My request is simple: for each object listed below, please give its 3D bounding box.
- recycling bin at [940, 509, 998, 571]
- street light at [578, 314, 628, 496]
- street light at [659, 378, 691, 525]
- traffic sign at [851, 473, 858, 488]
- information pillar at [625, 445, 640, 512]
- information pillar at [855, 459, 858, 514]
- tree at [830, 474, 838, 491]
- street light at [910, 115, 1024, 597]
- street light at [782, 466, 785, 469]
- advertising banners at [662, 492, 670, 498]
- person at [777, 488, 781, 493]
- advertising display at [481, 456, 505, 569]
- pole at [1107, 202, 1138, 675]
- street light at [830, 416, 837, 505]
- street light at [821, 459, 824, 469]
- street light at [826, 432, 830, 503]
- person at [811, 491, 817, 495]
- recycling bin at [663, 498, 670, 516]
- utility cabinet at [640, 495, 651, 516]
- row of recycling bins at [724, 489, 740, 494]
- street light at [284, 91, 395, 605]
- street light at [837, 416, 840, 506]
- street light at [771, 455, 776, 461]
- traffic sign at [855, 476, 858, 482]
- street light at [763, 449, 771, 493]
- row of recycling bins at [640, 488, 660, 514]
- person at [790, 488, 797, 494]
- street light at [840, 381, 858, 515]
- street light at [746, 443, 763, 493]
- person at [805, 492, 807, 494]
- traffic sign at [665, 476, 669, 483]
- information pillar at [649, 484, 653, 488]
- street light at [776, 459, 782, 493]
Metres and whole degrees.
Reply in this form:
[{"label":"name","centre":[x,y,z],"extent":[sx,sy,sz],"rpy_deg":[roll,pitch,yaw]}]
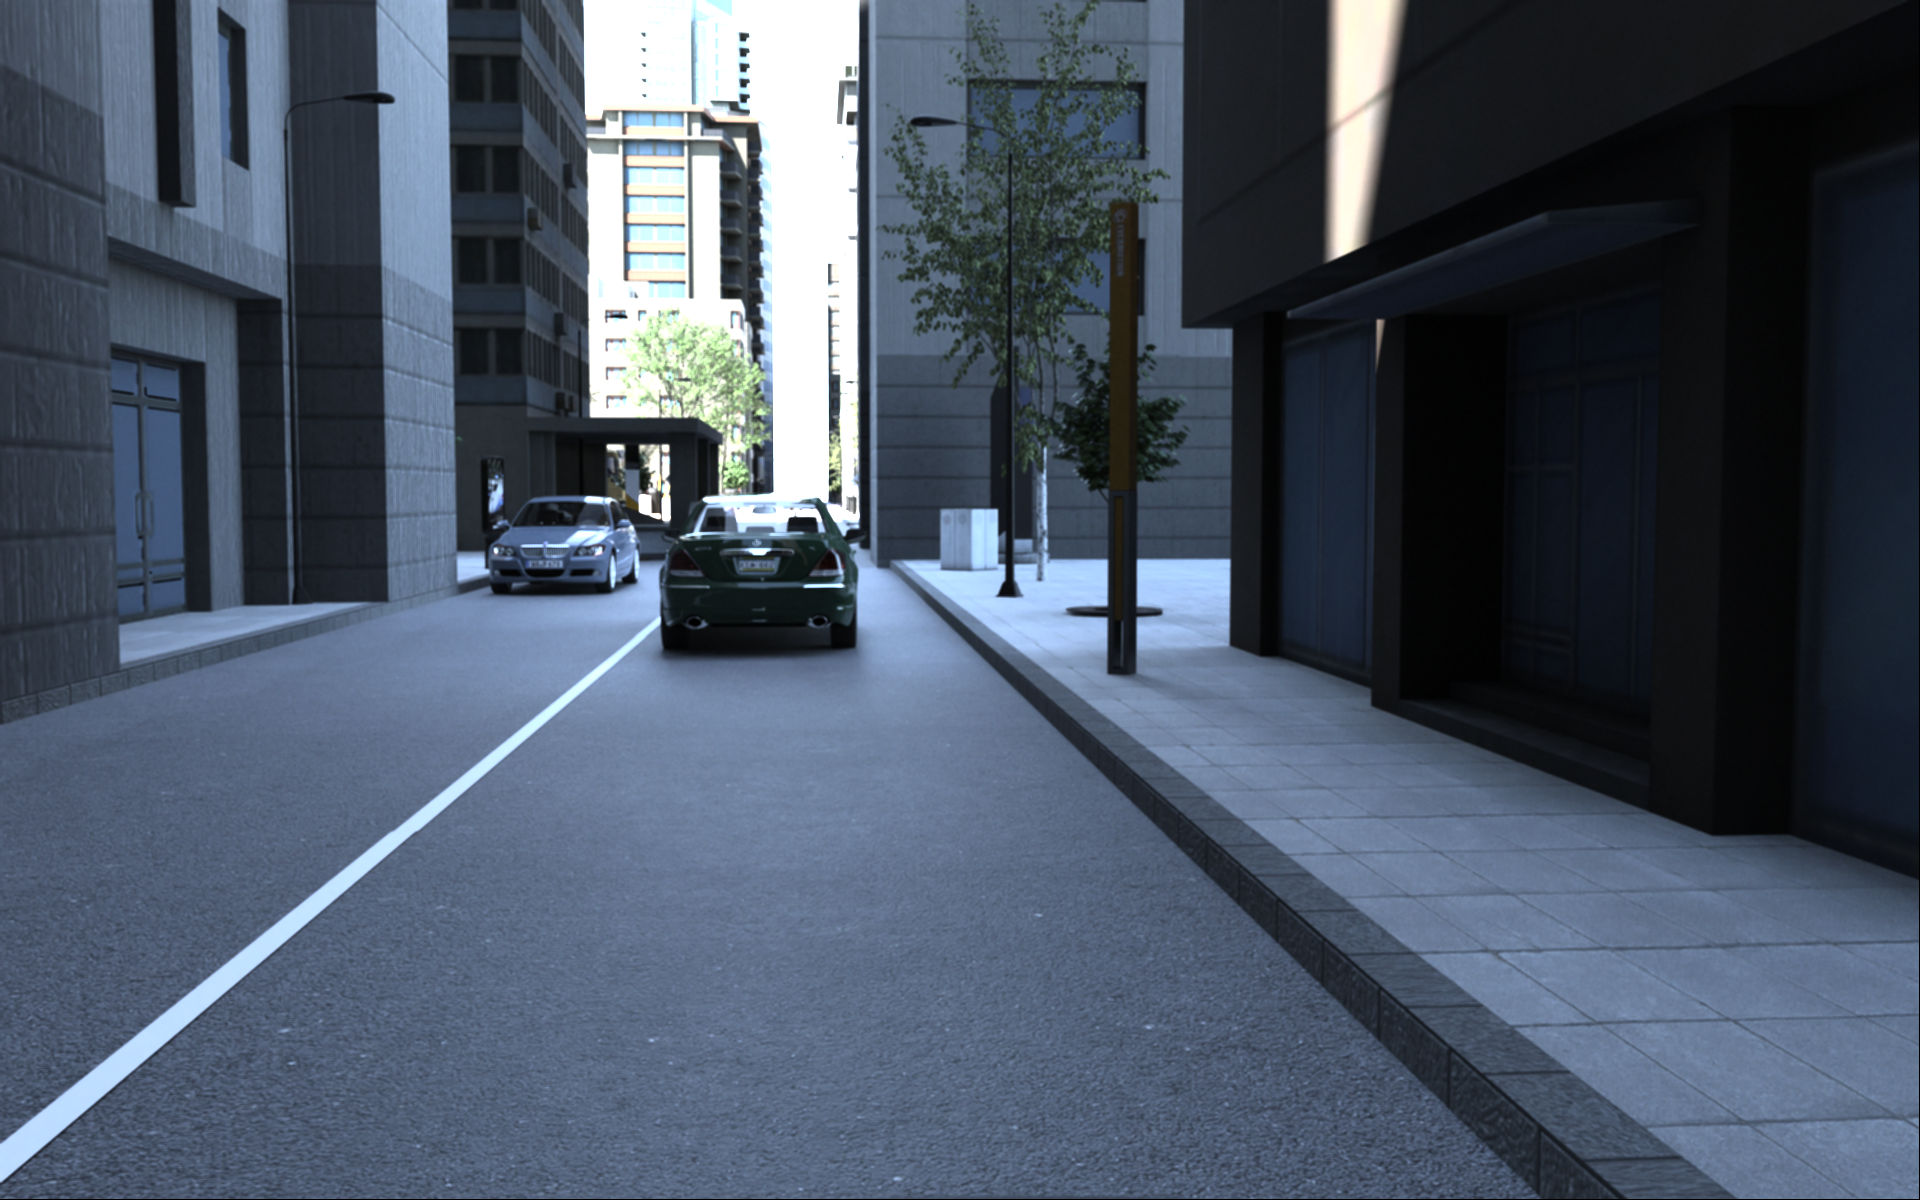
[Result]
[{"label":"recycling bin","centre":[0.154,-1.020,29.232],"extent":[0.722,1.027,0.722],"rpy_deg":[3,5,41]},{"label":"street light","centre":[-9.256,-4.417,44.766],"extent":[1.470,5.913,1.316],"rpy_deg":[0,4,-5]},{"label":"street light","centre":[-11.449,-5.925,69.417],"extent":[1.470,5.913,1.316],"rpy_deg":[0,4,-5]},{"label":"traffic sign","centre":[-4.604,-4.614,79.088],"extent":[0.795,2.450,0.064],"rpy_deg":[0,4,-5]},{"label":"information pillar","centre":[-11.045,-4.105,58.465],"extent":[0.504,3.616,0.183],"rpy_deg":[-1,4,-14]},{"label":"information pillar","centre":[-6.879,-7.523,114.362],"extent":[0.183,3.616,0.504],"rpy_deg":[0,4,-7]},{"label":"tree","centre":[-16.872,-15.893,243.556],"extent":[4.285,4.588,4.351],"rpy_deg":[0,3,0]},{"label":"street light","centre":[0.085,-2.992,21.463],"extent":[1.470,5.913,1.316],"rpy_deg":[0,4,-5]},{"label":"street light","centre":[-27.633,-17.712,262.135],"extent":[1.470,5.913,1.316],"rpy_deg":[0,4,-5]},{"label":"advertising banners","centre":[-23.091,-8.707,138.540],"extent":[2.074,3.025,0.090],"rpy_deg":[0,4,1]},{"label":"person","centre":[-10.792,-5.835,104.180],"extent":[0.850,1.792,0.678],"rpy_deg":[0,4,-1]},{"label":"advertising display","centre":[-8.101,-1.520,30.068],"extent":[0.123,1.923,0.974],"rpy_deg":[0,4,2]},{"label":"pole","centre":[1.155,-1.126,12.261],"extent":[0.158,3.312,0.155],"rpy_deg":[0,3,0]},{"label":"street light","centre":[-6.878,-8.017,103.616],"extent":[1.470,5.913,1.316],"rpy_deg":[0,4,-5]},{"label":"street light","centre":[-15.406,-14.251,205.549],"extent":[1.470,5.913,1.316],"rpy_deg":[0,4,-5]},{"label":"street light","centre":[-9.062,-9.585,129.254],"extent":[1.470,5.913,1.316],"rpy_deg":[0,4,-5]},{"label":"person","centre":[-13.216,-8.983,156.172],"extent":[0.742,1.727,0.445],"rpy_deg":[0,4,6]},{"label":"recycling bin","centre":[-17.478,-5.591,103.967],"extent":[0.722,1.027,0.722],"rpy_deg":[0,4,3]},{"label":"utility cabinet","centre":[-16.738,-4.946,92.036],"extent":[0.306,1.237,1.020],"rpy_deg":[-2,4,-34]},{"label":"row of recycling bins","centre":[-17.829,-7.804,134.702],"extent":[1.069,1.692,3.534],"rpy_deg":[-1,4,-18]},{"label":"street light","centre":[-7.221,-2.909,20.102],"extent":[1.470,5.913,1.316],"rpy_deg":[0,4,-5]},{"label":"street light","centre":[-4.728,-6.509,78.962],"extent":[1.470,5.913,1.316],"rpy_deg":[0,4,-5]},{"label":"street light","centre":[-22.724,-14.173,204.269],"extent":[1.470,5.913,1.316],"rpy_deg":[0,4,-5]},{"label":"traffic sign","centre":[-3.932,-4.128,71.131],"extent":[0.795,2.450,0.064],"rpy_deg":[0,4,-5]},{"label":"street light","centre":[-20.676,-12.665,179.607],"extent":[1.470,5.913,1.316],"rpy_deg":[0,4,-5]},{"label":"row of recycling bins","centre":[-20.394,-6.243,109.191],"extent":[1.069,1.692,3.534],"rpy_deg":[3,4,37]},{"label":"person","centre":[-10.297,-6.061,107.557],"extent":[0.622,1.834,0.822],"rpy_deg":[1,4,9]},{"label":"street light","centre":[-4.057,-6.026,71.071],"extent":[1.470,5.913,1.316],"rpy_deg":[0,4,-5]},{"label":"street light","centre":[-18.548,-11.134,154.582],"extent":[1.470,5.913,1.316],"rpy_deg":[0,4,-5]},{"label":"person","centre":[-21.194,-14.065,239.197],"extent":[0.721,1.736,1.217],"rpy_deg":[1,4,12]},{"label":"traffic sign","centre":[-11.601,-4.090,70.507],"extent":[0.795,2.450,0.064],"rpy_deg":[0,4,-5]},{"label":"information pillar","centre":[-20.139,-6.612,112.591],"extent":[0.304,2.012,0.304],"rpy_deg":[3,5,42]},{"label":"street light","centre":[-25.549,-16.204,237.475],"extent":[1.470,5.913,1.316],"rpy_deg":[0,4,-5]}]
